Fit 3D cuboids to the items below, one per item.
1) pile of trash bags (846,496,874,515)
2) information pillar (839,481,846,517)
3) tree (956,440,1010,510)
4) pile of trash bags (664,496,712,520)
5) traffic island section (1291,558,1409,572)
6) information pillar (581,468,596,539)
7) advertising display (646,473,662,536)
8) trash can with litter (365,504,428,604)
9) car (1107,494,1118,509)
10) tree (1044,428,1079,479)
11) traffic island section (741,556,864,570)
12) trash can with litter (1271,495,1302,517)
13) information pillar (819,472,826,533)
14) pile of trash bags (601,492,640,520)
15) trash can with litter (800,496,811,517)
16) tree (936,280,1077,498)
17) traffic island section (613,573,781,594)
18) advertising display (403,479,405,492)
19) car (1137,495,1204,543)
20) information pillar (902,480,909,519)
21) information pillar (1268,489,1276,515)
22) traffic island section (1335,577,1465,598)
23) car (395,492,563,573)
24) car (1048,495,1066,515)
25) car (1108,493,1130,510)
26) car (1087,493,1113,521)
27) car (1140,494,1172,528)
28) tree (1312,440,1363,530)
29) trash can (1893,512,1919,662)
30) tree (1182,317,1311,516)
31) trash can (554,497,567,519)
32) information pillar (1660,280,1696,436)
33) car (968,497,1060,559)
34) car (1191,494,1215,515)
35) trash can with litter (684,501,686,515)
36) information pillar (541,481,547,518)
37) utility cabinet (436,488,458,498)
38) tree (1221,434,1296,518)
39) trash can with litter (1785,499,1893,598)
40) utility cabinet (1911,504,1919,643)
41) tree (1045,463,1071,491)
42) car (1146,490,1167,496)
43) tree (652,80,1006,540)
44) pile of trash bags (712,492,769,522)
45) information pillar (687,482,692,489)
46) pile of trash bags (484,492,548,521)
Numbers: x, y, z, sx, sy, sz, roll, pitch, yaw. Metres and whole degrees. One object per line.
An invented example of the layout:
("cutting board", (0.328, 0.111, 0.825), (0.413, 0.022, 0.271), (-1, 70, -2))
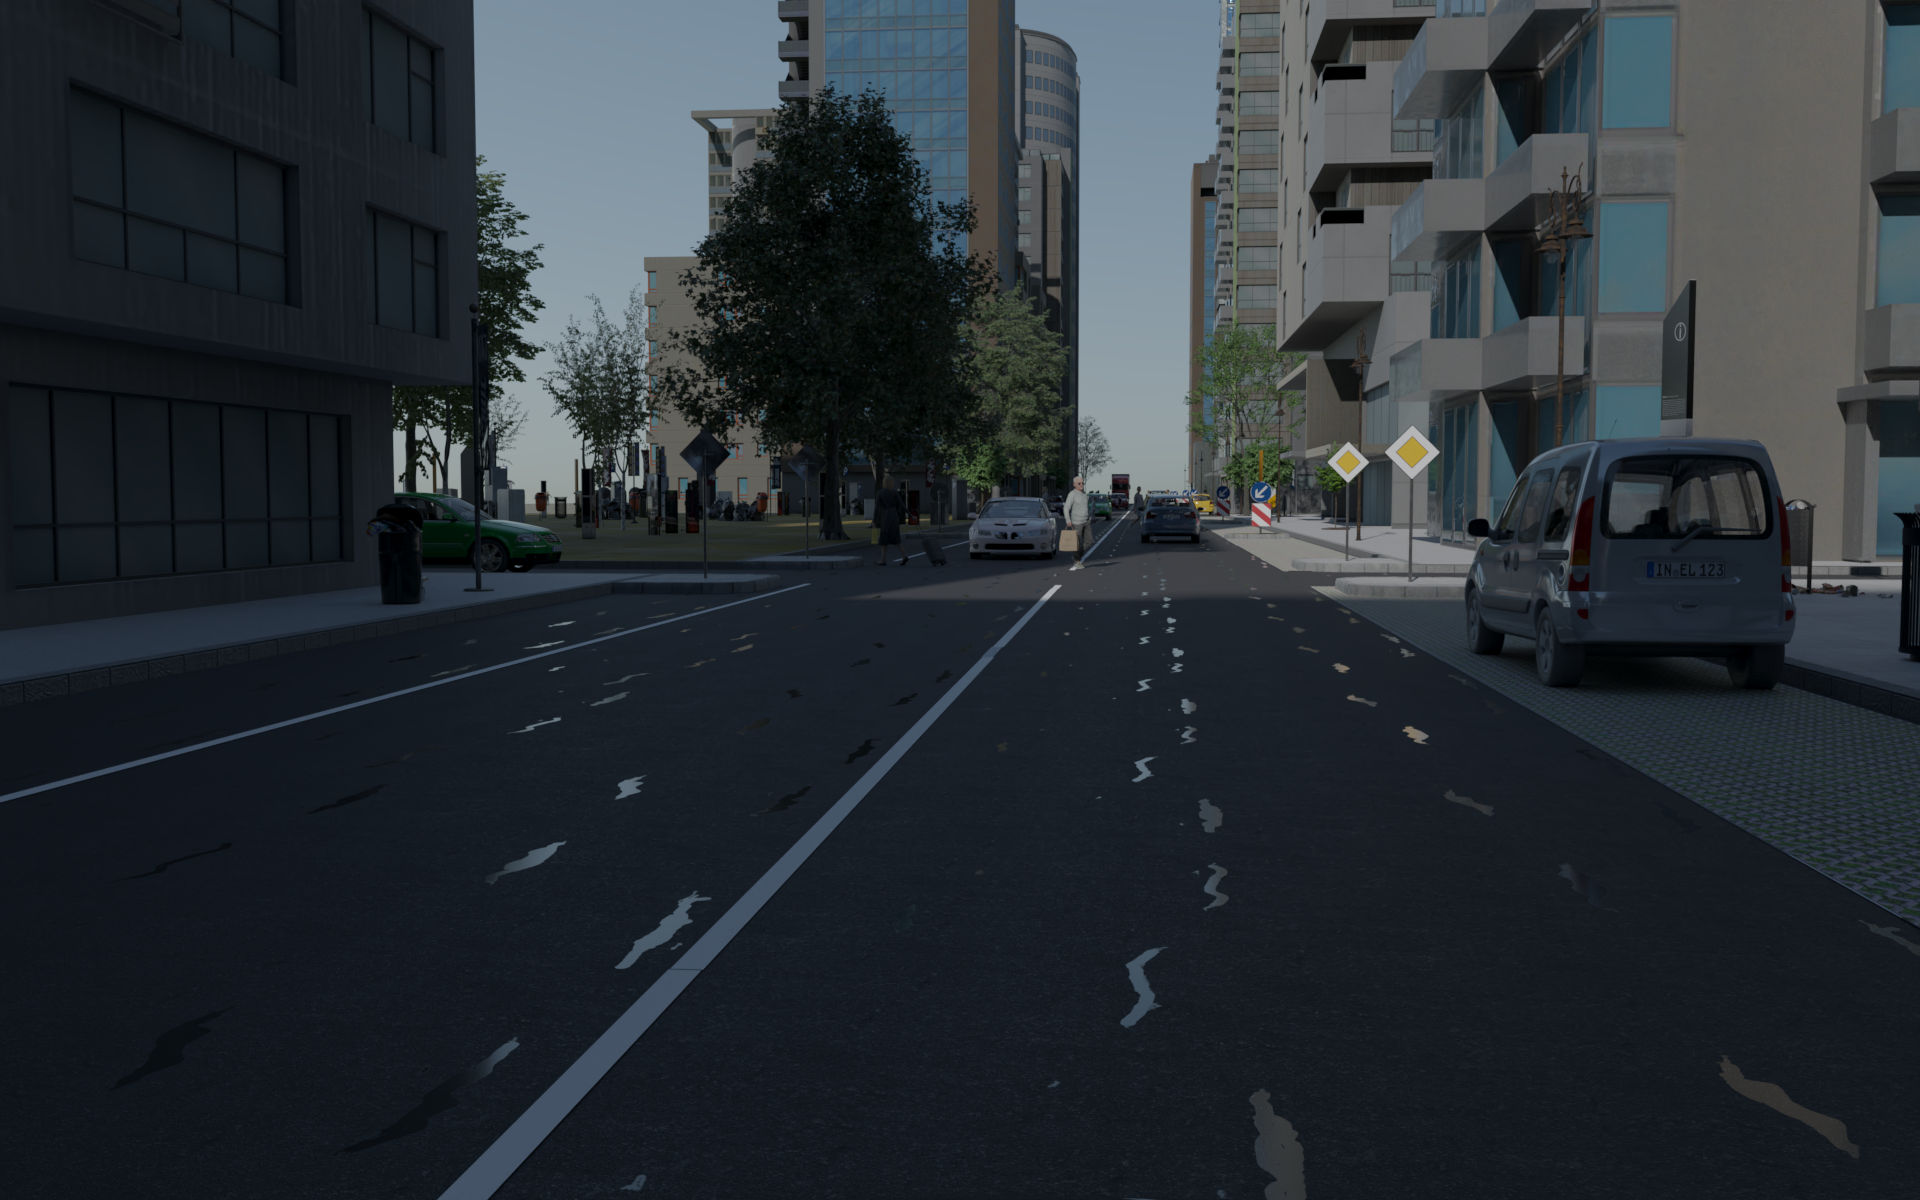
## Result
("pile of trash bags", (-5.567, -5.904, 106.282), (3.447, 1.369, 1.912), (-2, 4, -29))
("information pillar", (-6.572, -5.651, 96.886), (0.304, 2.012, 0.304), (-2, 4, -29))
("tree", (1.193, -6.821, 95.234), (4.285, 4.588, 4.351), (0, 3, 0))
("pile of trash bags", (-13.358, -4.757, 87.524), (3.447, 1.369, 1.912), (1, 4, 15))
("traffic island section", (7.435, -0.668, 33.199), (2.009, 0.180, 2.903), (0, 4, 6))
("information pillar", (-10.606, -2.750, 49.449), (0.304, 2.012, 0.304), (1, 4, 12))
("advertising display", (-9.535, -2.981, 53.958), (0.123, 1.923, 0.974), (-2, 4, -32))
("trash can with litter", (-6.630, -0.555, 20.456), (0.624, 1.170, 1.055), (-1, 4, -12))
("car", (14.675, -9.661, 169.952), (2.014, 1.417, 4.499), (0, 4, 7))
("tree", (10.381, -14.386, 185.569), (4.737, 8.622, 4.395), (0, 3, 0))
("traffic island section", (-3.046, -0.737, 34.325), (2.009, 0.180, 2.903), (0, 4, 6))
("trash can with litter", (18.581, -5.362, 98.734), (1.678, 1.210, 2.233), (0, 4, 7))
("information pillar", (-4.432, -3.193, 56.694), (0.304, 2.012, 0.304), (1, 4, 10))
("pile of trash bags", (-17.210, -4.741, 87.263), (1.912, 1.369, 3.447), (1, 4, 23))
("trash can with litter", (-8.550, -5.172, 95.956), (0.624, 1.170, 1.055), (0, 4, -1))
("tree", (2.007, -11.986, 102.634), (9.857, 13.997, 8.962), (0, 3, 0))
("traffic island section", (-3.899, -0.251, 26.385), (2.009, 0.180, 2.903), (0, 4, 6))
("advertising display", (-24.026, -4.305, 75.607), (0.123, 1.923, 0.974), (-3, 5, -44))
("car", (6.326, -2.449, 52.044), (2.014, 1.417, 4.499), (0, 4, 7))
("information pillar", (-2.819, -5.205, 89.592), (0.304, 2.012, 0.304), (2, 4, 25))
("information pillar", (18.975, -6.981, 105.487), (0.504, 3.616, 0.183), (0, 4, -8))
("traffic island section", (6.582, -0.182, 25.259), (2.009, 0.180, 2.903), (0, 4, 6))
("car", (-9.464, -1.350, 30.869), (4.718, 1.807, 1.959), (0, 4, 5))
("car", (6.387, -6.540, 119.505), (1.945, 1.354, 3.894), (0, 4, 6))
("car", (14.806, -9.348, 161.872), (2.155, 1.783, 4.494), (0, 4, 5))
("car", (7.380, -5.255, 94.714), (1.959, 1.807, 4.718), (0, 4, 6))
("car", (8.412, -3.828, 72.818), (2.015, 1.641, 3.980), (0, 4, 5))
("tree", (13.433, -4.148, 62.417), (1.663, 3.219, 1.824), (0, 3, 0))
("trash can", (7.550, -0.098, 13.261), (0.748, 1.137, 0.748), (0, 3, 0))
("tree", (16.798, -10.699, 100.678), (9.928, 11.665, 9.643), (0, 3, 0))
("trash can", (-20.904, -4.833, 90.672), (0.748, 1.137, 0.748), (0, 3, 0))
("information pillar", (7.954, -1.704, 19.219), (0.183, 3.616, 0.504), (-1, 4, -12))
("car", (1.259, -1.673, 39.708), (2.083, 1.381, 4.827), (0, 4, 5))
("car", (16.529, -6.658, 119.080), (2.015, 1.641, 3.980), (0, 4, 5))
("trash can with litter", (-16.454, -5.822, 106.573), (1.055, 1.170, 0.624), (2, 4, 29))
("information pillar", (-22.598, -5.477, 94.040), (0.304, 2.012, 0.304), (-1, 4, -13))
("utility cabinet", (-19.758, -3.555, 66.802), (0.318, 1.500, 1.173), (-3, 5, -44))
("tree", (16.743, -6.750, 94.073), (4.285, 4.588, 4.351), (0, 3, 0))
("trash can with litter", (10.967, -0.689, 22.318), (1.678, 1.210, 2.233), (-1, 4, -14))
("utility cabinet", (8.760, -0.227, 14.872), (1.020, 1.237, 0.306), (0, 4, 2))
("tree", (9.872, -12.006, 180.007), (4.285, 4.588, 4.351), (0, 3, 0))
("car", (18.488, -9.368, 161.838), (2.281, 1.827, 5.304), (0, 4, 6))
("tree", (-3.566, -8.026, 48.230), (9.611, 12.733, 9.660), (0, 3, 0))
("pile of trash bags", (-9.912, -4.378, 81.333), (1.912, 1.369, 3.447), (-2, 4, -34))
("information pillar", (-16.859, -6.346, 108.254), (0.304, 2.012, 0.304), (1, 4, 13))
("pile of trash bags", (-21.478, -4.468, 82.811), (3.447, 1.369, 1.912), (-1, 4, -23))
